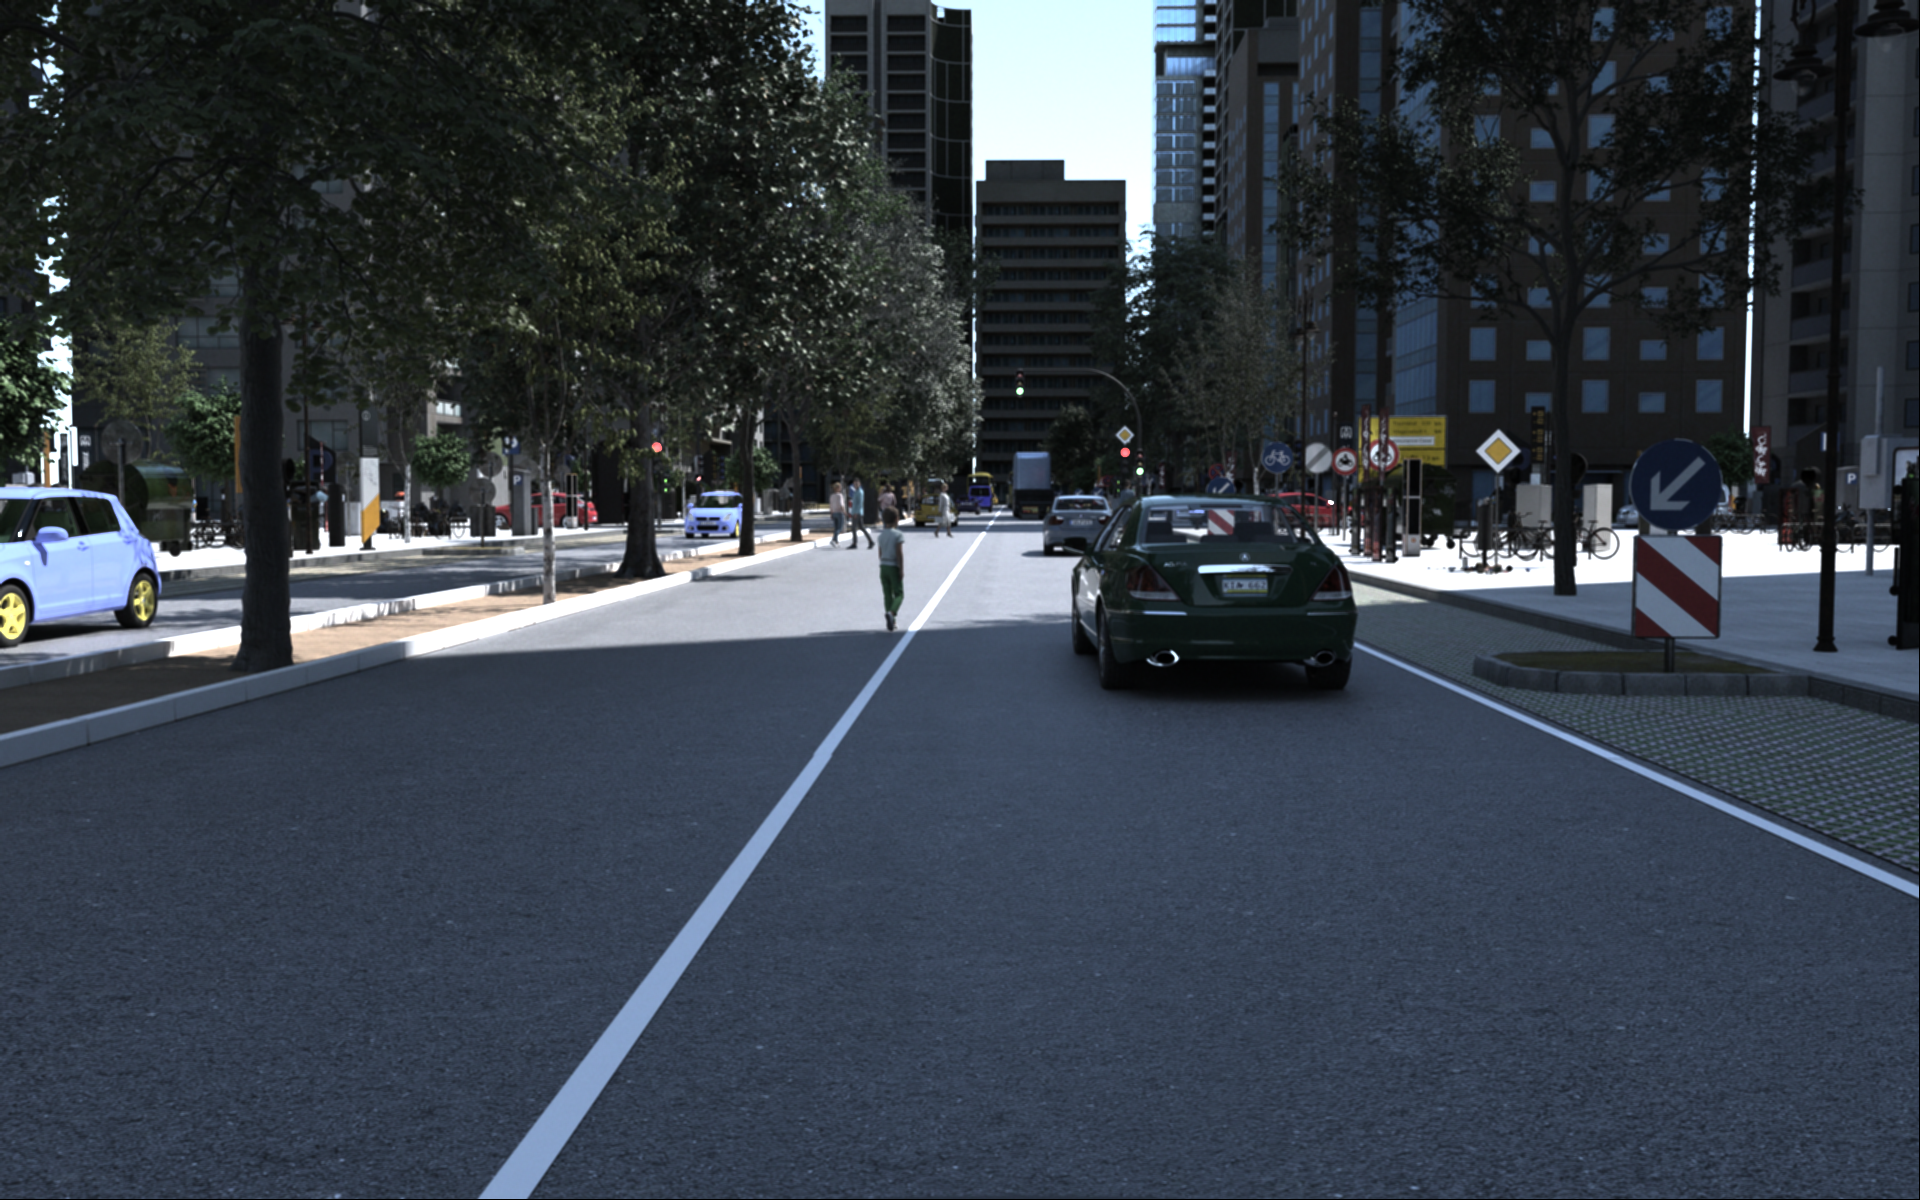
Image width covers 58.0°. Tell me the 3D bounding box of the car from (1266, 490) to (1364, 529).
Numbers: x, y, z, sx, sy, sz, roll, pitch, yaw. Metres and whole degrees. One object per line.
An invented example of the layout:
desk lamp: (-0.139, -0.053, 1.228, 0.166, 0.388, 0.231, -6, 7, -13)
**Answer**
car: (13.187, -3.453, 65.492, 4.494, 1.783, 2.155, 0, 4, 2)

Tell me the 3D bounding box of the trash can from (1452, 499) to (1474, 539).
trash can: (14.399, -2.337, 49.859, 0.748, 1.137, 0.748, 0, 3, 0)

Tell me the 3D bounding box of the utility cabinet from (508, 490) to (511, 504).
utility cabinet: (-25.956, -5.692, 101.745, 0.318, 1.500, 1.173, 3, 5, 40)

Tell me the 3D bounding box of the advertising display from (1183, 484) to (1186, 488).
advertising display: (18.025, -8.249, 140.076, 0.123, 1.923, 0.974, 3, 5, 42)

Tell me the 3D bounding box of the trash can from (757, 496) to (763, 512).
trash can: (-13.969, -6.761, 122.202, 0.748, 1.137, 0.748, 0, 3, 0)

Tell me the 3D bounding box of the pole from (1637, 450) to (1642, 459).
pole: (31.660, -5.318, 80.798, 0.158, 3.312, 0.155, 0, 3, 0)

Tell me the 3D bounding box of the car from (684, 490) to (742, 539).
car: (-7.928, -2.893, 56.897, 1.945, 1.707, 3.694, 0, 4, 3)

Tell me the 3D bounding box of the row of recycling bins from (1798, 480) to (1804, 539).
row of recycling bins: (25.645, -2.604, 49.691, 3.534, 1.692, 1.069, 1, 4, 11)

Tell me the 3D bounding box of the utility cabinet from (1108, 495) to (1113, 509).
utility cabinet: (11.326, -7.496, 133.721, 1.020, 1.237, 0.306, 1, 4, 14)

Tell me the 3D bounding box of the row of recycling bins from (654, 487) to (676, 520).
row of recycling bins: (-14.978, -4.949, 88.028, 1.069, 1.692, 3.534, -1, 4, -15)

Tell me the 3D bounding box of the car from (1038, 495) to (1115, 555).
car: (2.894, -1.826, 41.860, 2.014, 1.417, 4.499, 0, 4, 3)

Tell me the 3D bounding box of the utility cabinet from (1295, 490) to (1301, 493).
utility cabinet: (18.267, -5.158, 93.016, 0.318, 1.500, 1.173, 2, 4, 24)

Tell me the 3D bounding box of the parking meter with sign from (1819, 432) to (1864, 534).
parking meter with sign: (24.476, -3.161, 47.948, 0.543, 3.016, 1.738, 0, 4, -3)

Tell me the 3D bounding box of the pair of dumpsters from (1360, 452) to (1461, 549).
pair of dumpsters: (10.976, -2.438, 42.356, 1.574, 2.255, 4.437, 0, 4, 2)

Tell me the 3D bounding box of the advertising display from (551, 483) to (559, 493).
advertising display: (-22.780, -5.622, 97.126, 0.123, 1.923, 0.974, 1, 4, 17)

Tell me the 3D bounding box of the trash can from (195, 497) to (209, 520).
trash can: (-37.253, -4.487, 85.023, 0.748, 1.137, 0.748, 0, 3, 0)

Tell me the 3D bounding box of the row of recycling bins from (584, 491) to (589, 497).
row of recycling bins: (-32.433, -8.542, 146.772, 3.534, 1.692, 1.069, 1, 4, 19)

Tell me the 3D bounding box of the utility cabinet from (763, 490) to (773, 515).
utility cabinet: (-11.670, -5.900, 105.143, 0.318, 1.500, 1.173, 1, 4, 9)

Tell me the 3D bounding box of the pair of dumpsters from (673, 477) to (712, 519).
pair of dumpsters: (-14.332, -5.504, 92.489, 1.574, 2.255, 4.437, 0, 4, 2)

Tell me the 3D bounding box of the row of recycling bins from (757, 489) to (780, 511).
row of recycling bins: (-14.391, -7.556, 130.661, 1.069, 1.692, 3.534, 1, 4, 12)

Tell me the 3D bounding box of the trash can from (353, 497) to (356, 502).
trash can: (-28.069, -4.141, 79.366, 0.748, 1.137, 0.748, 0, 3, 0)

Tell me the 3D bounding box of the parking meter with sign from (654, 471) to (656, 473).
parking meter with sign: (-26.267, -9.154, 145.930, 0.543, 3.016, 1.738, 0, 4, 4)

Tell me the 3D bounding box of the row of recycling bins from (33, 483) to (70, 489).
row of recycling bins: (-34.286, -3.478, 63.982, 3.534, 1.692, 1.069, 1, 4, 22)

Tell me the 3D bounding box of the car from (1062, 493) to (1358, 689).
car: (1.934, -0.143, 14.142, 2.131, 1.459, 4.920, 0, 4, 0)

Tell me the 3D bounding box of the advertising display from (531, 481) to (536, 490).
advertising display: (-22.141, -5.089, 88.411, 0.974, 1.923, 0.123, 0, 4, 2)

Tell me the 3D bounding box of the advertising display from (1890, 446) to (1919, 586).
advertising display: (12.982, -1.121, 23.541, 0.123, 1.923, 0.974, 0, 4, -1)

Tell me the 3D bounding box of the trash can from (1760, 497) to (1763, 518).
trash can: (35.040, -3.874, 74.994, 0.748, 1.137, 0.748, 0, 3, 0)

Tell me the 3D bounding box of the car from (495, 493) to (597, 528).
car: (-16.375, -3.559, 67.228, 4.494, 1.783, 2.155, 0, 4, 1)

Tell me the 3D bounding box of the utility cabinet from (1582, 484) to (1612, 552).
utility cabinet: (14.179, -1.828, 38.570, 0.318, 1.500, 1.173, 3, 4, 36)

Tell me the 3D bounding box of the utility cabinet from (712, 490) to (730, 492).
utility cabinet: (-13.256, -5.302, 95.371, 0.318, 1.500, 1.173, 2, 4, 26)

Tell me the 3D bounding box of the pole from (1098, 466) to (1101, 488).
pole: (10.089, -8.047, 125.405, 0.158, 3.312, 0.155, 0, 3, 0)

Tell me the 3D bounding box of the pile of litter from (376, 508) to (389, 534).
pile of litter: (-18.650, -2.582, 56.186, 1.719, 0.858, 1.176, 2, 4, 25)

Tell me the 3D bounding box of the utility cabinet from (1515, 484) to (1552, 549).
utility cabinet: (13.413, -1.945, 40.479, 0.318, 1.500, 1.173, -1, 4, -9)

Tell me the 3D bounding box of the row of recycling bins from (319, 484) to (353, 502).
row of recycling bins: (-27.414, -4.031, 73.014, 3.534, 1.692, 1.069, -2, 4, -31)

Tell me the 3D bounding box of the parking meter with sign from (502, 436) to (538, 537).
parking meter with sign: (-13.406, -3.470, 52.992, 0.543, 3.016, 1.738, 0, 4, 6)

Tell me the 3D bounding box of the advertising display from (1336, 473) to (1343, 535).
advertising display: (11.853, -3.000, 54.261, 0.123, 1.923, 0.974, 1, 4, 11)

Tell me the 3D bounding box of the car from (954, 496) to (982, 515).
car: (0.524, -6.592, 120.365, 1.945, 1.354, 3.894, 0, 4, 3)

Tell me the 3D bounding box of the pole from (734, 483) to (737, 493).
pole: (-14.936, -7.433, 115.378, 0.158, 3.312, 0.155, 0, 3, 0)

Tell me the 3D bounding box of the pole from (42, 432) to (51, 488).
pole: (-29.934, -3.851, 56.803, 0.158, 3.312, 0.155, 0, 3, 0)

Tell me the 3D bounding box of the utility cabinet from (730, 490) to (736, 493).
utility cabinet: (-13.007, -5.393, 96.855, 0.318, 1.500, 1.173, -3, 5, -41)

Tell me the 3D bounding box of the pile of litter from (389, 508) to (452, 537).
pile of litter: (-16.245, -2.375, 52.790, 1.176, 0.858, 1.719, 3, 5, 45)

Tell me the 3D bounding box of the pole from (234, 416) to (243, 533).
pole: (-18.893, -3.152, 45.381, 0.158, 3.312, 0.155, 0, 3, 0)

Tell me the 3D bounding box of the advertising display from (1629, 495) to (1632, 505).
advertising display: (27.912, -4.019, 70.929, 0.974, 1.923, 0.123, 0, 4, 6)

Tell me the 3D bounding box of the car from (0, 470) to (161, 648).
car: (-9.615, -0.470, 17.278, 1.945, 1.707, 3.694, 0, 4, 3)

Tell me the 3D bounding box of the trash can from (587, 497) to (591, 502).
trash can: (-20.332, -4.953, 92.636, 0.748, 1.137, 0.748, 0, 3, 0)

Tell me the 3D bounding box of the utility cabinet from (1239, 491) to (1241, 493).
utility cabinet: (16.085, -5.629, 100.715, 0.318, 1.500, 1.173, 1, 4, 20)

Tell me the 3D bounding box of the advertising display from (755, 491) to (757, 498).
advertising display: (-17.115, -8.681, 147.152, 0.123, 1.923, 0.974, -3, 4, -36)

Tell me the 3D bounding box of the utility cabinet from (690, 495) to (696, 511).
utility cabinet: (-12.560, -4.424, 83.490, 0.306, 1.237, 1.020, 2, 4, 35)

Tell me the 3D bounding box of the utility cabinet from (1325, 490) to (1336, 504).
utility cabinet: (22.676, -5.874, 104.718, 1.173, 1.500, 0.318, 2, 4, 31)

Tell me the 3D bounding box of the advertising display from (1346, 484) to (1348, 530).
advertising display: (13.780, -3.477, 62.066, 0.123, 1.923, 0.974, 0, 4, 4)

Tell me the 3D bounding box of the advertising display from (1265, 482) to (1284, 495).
advertising display: (16.447, -5.230, 90.732, 0.974, 1.923, 0.123, 1, 4, 12)

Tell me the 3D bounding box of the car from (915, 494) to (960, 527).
car: (-1.018, -4.042, 76.313, 2.015, 1.641, 3.980, 0, 4, 4)

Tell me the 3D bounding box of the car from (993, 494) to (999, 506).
car: (3.763, -12.384, 212.698, 2.015, 1.641, 3.980, 0, 4, 3)
